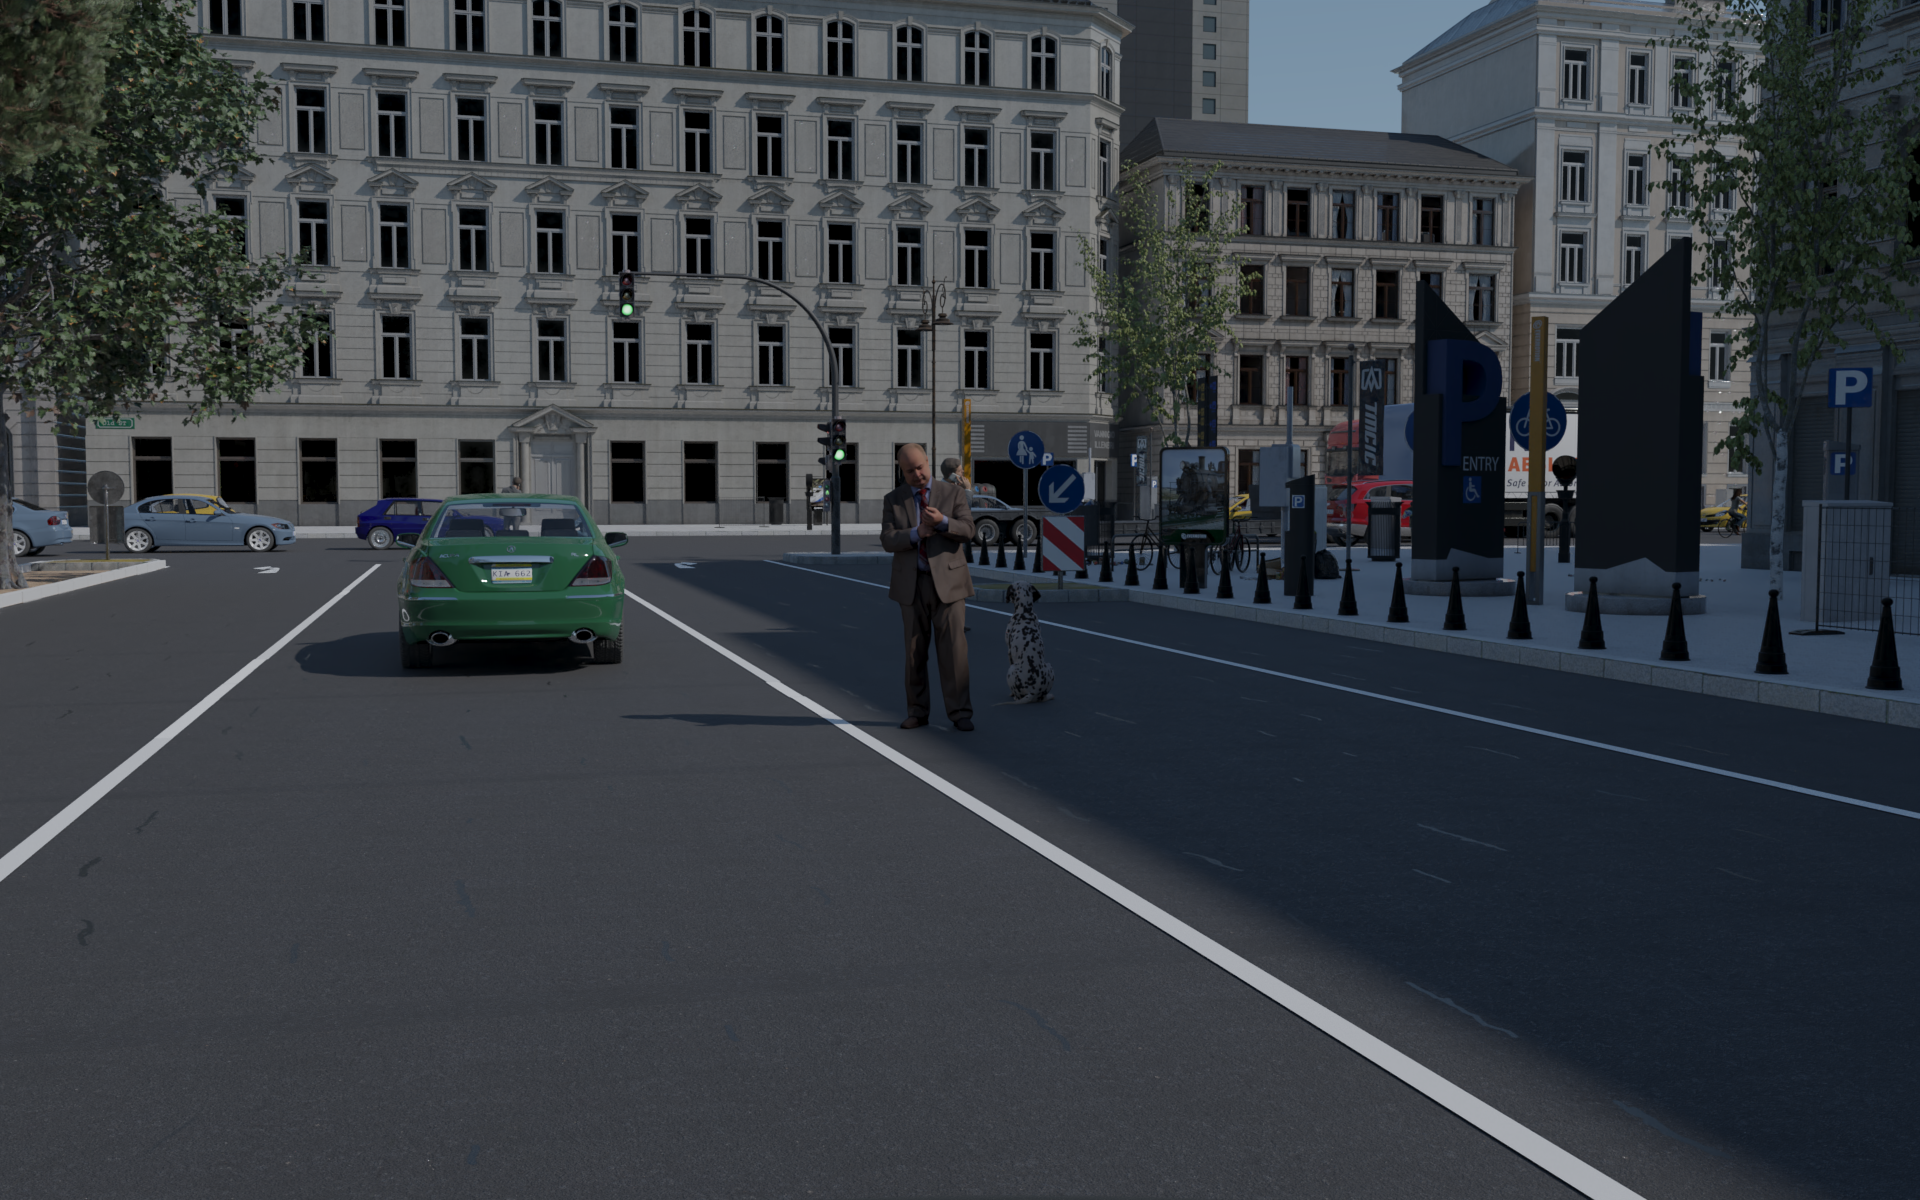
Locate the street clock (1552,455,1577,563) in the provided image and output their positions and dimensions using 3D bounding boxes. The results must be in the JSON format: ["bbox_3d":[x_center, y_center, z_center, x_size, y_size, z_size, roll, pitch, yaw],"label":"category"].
[{"bbox_3d":[11.283,-1.695,32.287,0.471,2.002,0.358,2,4,29],"label":"street clock"}]

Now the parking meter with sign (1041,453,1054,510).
[{"bbox_3d":[3.935,-4.731,73.619,0.543,3.016,1.738,1,4,18],"label":"parking meter with sign"}]

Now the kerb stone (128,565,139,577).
[{"bbox_3d":[-14.500,-0.486,30.168,0.120,0.150,1.000,-1,4,-16],"label":"kerb stone"}]

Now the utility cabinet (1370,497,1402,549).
[{"bbox_3d":[9.996,-1.805,40.668,0.306,1.237,1.020,-1,4,-13],"label":"utility cabinet"}]

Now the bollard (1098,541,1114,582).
[{"bbox_3d":[2.133,-0.565,25.287,0.229,0.601,0.229,0,3,0],"label":"bollard"}]

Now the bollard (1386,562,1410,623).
[{"bbox_3d":[4.394,-0.080,17.349,0.229,0.601,0.229,0,3,0],"label":"bollard"}]

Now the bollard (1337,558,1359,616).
[{"bbox_3d":[4.113,-0.140,18.337,0.229,0.601,0.229,0,3,0],"label":"bollard"}]

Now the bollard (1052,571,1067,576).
[{"bbox_3d":[1.568,-0.686,27.261,0.229,0.601,0.229,0,3,0],"label":"bollard"}]

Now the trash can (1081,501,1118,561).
[{"bbox_3d":[2.663,-1.318,33.197,0.748,1.137,0.748,0,3,0],"label":"trash can"}]

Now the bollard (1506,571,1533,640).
[{"bbox_3d":[4.966,0.042,15.352,0.229,0.601,0.229,0,3,0],"label":"bollard"}]

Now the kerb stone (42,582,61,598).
[{"bbox_3d":[-12.798,-0.124,24.224,0.120,0.150,1.000,-1,4,-16],"label":"kerb stone"}]

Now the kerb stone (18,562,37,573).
[{"bbox_3d":[-17.117,-0.575,31.677,0.120,0.150,1.000,-1,4,-16],"label":"kerb stone"}]

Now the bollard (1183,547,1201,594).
[{"bbox_3d":[2.986,-0.382,22.294,0.229,0.601,0.229,0,3,0],"label":"bollard"}]

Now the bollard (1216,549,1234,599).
[{"bbox_3d":[3.264,-0.322,21.305,0.229,0.601,0.229,0,3,0],"label":"bollard"}]

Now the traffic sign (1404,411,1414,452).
[{"bbox_3d":[6.678,-1.506,24.731,0.768,2.556,0.104,0,4,-7],"label":"traffic sign"}]

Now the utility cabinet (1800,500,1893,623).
[{"bbox_3d":[8.998,-0.392,17.571,1.020,1.237,0.306,-2,4,-28],"label":"utility cabinet"}]

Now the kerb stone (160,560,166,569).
[{"bbox_3d":[-15.346,-0.667,33.135,0.120,0.150,1.000,-1,4,-16],"label":"kerb stone"}]

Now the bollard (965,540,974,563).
[{"bbox_3d":[0.158,-0.989,32.204,0.229,0.601,0.229,0,3,0],"label":"bollard"}]

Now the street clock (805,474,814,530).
[{"bbox_3d":[-5.353,-3.485,61.554,0.358,2.002,0.471,0,4,-2],"label":"street clock"}]

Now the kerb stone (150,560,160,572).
[{"bbox_3d":[-15.057,-0.609,32.145,0.120,0.150,1.000,-1,4,-16],"label":"kerb stone"}]

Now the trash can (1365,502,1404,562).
[{"bbox_3d":[8.092,-1.309,33.049,0.748,1.137,0.748,0,3,0],"label":"trash can"}]

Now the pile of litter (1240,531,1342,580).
[{"bbox_3d":[5.027,-0.752,26.253,1.719,0.858,1.176,0,4,-6],"label":"pile of litter"}]

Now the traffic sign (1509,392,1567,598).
[{"bbox_3d":[7.081,-1.298,21.335,0.768,2.556,0.104,-1,4,-10],"label":"traffic sign"}]

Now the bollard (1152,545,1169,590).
[{"bbox_3d":[2.696,-0.444,23.296,0.229,0.601,0.229,0,3,0],"label":"bollard"}]

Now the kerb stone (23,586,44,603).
[{"bbox_3d":[-12.512,-0.064,23.238,0.120,0.150,1.000,-1,4,-16],"label":"kerb stone"}]

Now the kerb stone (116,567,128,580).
[{"bbox_3d":[-14.211,-0.424,29.162,0.120,0.150,1.000,-1,4,-16],"label":"kerb stone"}]

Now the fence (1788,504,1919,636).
[{"bbox_3d":[8.144,-0.220,14.793,0.480,1.192,2.264,-1,4,-18],"label":"fence"}]

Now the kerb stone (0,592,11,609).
[{"bbox_3d":[-12.242,-0.003,22.249,0.120,0.150,1.000,-1,4,-16],"label":"kerb stone"}]

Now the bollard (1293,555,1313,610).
[{"bbox_3d":[3.830,-0.201,19.324,0.229,0.601,0.229,0,3,0],"label":"bollard"}]

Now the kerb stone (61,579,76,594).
[{"bbox_3d":[-13.077,-0.182,25.211,0.120,0.150,1.000,-1,4,-16],"label":"kerb stone"}]

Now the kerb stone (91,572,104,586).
[{"bbox_3d":[-13.648,-0.303,27.190,0.120,0.150,1.000,-1,4,-16],"label":"kerb stone"}]

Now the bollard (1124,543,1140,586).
[{"bbox_3d":[2.416,-0.505,24.291,0.229,0.601,0.229,0,3,0],"label":"bollard"}]

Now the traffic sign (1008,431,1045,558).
[{"bbox_3d":[1.317,-2.124,34.830,0.768,2.556,0.104,-1,4,-14],"label":"traffic sign"}]

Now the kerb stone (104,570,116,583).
[{"bbox_3d":[-13.929,-0.362,28.176,0.120,0.150,1.000,-1,4,-16],"label":"kerb stone"}]

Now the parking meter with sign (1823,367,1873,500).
[{"bbox_3d":[12.610,-1.742,24.745,0.543,3.016,1.738,1,4,23],"label":"parking meter with sign"}]

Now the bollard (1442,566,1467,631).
[{"bbox_3d":[4.680,-0.020,16.363,0.229,0.601,0.229,0,3,0],"label":"bollard"}]

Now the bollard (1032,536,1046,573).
[{"bbox_3d":[1.285,-0.747,28.254,0.229,0.601,0.229,0,3,0],"label":"bollard"}]

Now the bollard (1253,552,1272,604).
[{"bbox_3d":[3.550,-0.262,20.319,0.229,0.601,0.229,0,3,0],"label":"bollard"}]

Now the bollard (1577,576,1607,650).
[{"bbox_3d":[5.248,0.103,14.364,0.229,0.601,0.229,0,3,0],"label":"bollard"}]

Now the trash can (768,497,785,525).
[{"bbox_3d":[-7.664,-3.707,72.261,0.748,1.137,0.748,0,3,0],"label":"trash can"}]

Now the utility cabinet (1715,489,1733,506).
[{"bbox_3d":[32.900,-4.029,74.551,0.318,1.500,1.173,0,4,3],"label":"utility cabinet"}]

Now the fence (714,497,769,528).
[{"bbox_3d":[-8.333,-3.362,66.169,2.264,1.192,0.480,-3,5,-43],"label":"fence"}]

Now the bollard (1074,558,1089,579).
[{"bbox_3d":[1.848,-0.626,26.273,0.229,0.601,0.229,0,3,0],"label":"bollard"}]

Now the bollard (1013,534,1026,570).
[{"bbox_3d":[1.006,-0.807,29.242,0.229,0.601,0.229,0,3,0],"label":"bollard"}]

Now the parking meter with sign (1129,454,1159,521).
[{"bbox_3d":[8.130,-4.800,74.745,0.543,3.016,1.738,-3,5,-41],"label":"parking meter with sign"}]

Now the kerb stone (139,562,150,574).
[{"bbox_3d":[-14.775,-0.548,31.156,0.120,0.150,1.000,-1,4,-16],"label":"kerb stone"}]

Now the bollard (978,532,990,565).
[{"bbox_3d":[0.438,-0.928,31.216,0.229,0.601,0.229,0,3,0],"label":"bollard"}]

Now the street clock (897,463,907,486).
[{"bbox_3d":[-1.212,-2.050,38.089,0.358,2.002,0.471,-1,4,-15],"label":"street clock"}]

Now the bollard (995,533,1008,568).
[{"bbox_3d":[0.721,-0.868,30.228,0.229,0.601,0.229,0,3,0],"label":"bollard"}]

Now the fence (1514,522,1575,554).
[{"bbox_3d":[13.053,-1.344,37.357,2.069,0.683,0.278,0,4,7],"label":"fence"}]

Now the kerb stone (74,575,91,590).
[{"bbox_3d":[-13.361,-0.245,26.197,0.120,0.150,1.000,-1,4,-16],"label":"kerb stone"}]
